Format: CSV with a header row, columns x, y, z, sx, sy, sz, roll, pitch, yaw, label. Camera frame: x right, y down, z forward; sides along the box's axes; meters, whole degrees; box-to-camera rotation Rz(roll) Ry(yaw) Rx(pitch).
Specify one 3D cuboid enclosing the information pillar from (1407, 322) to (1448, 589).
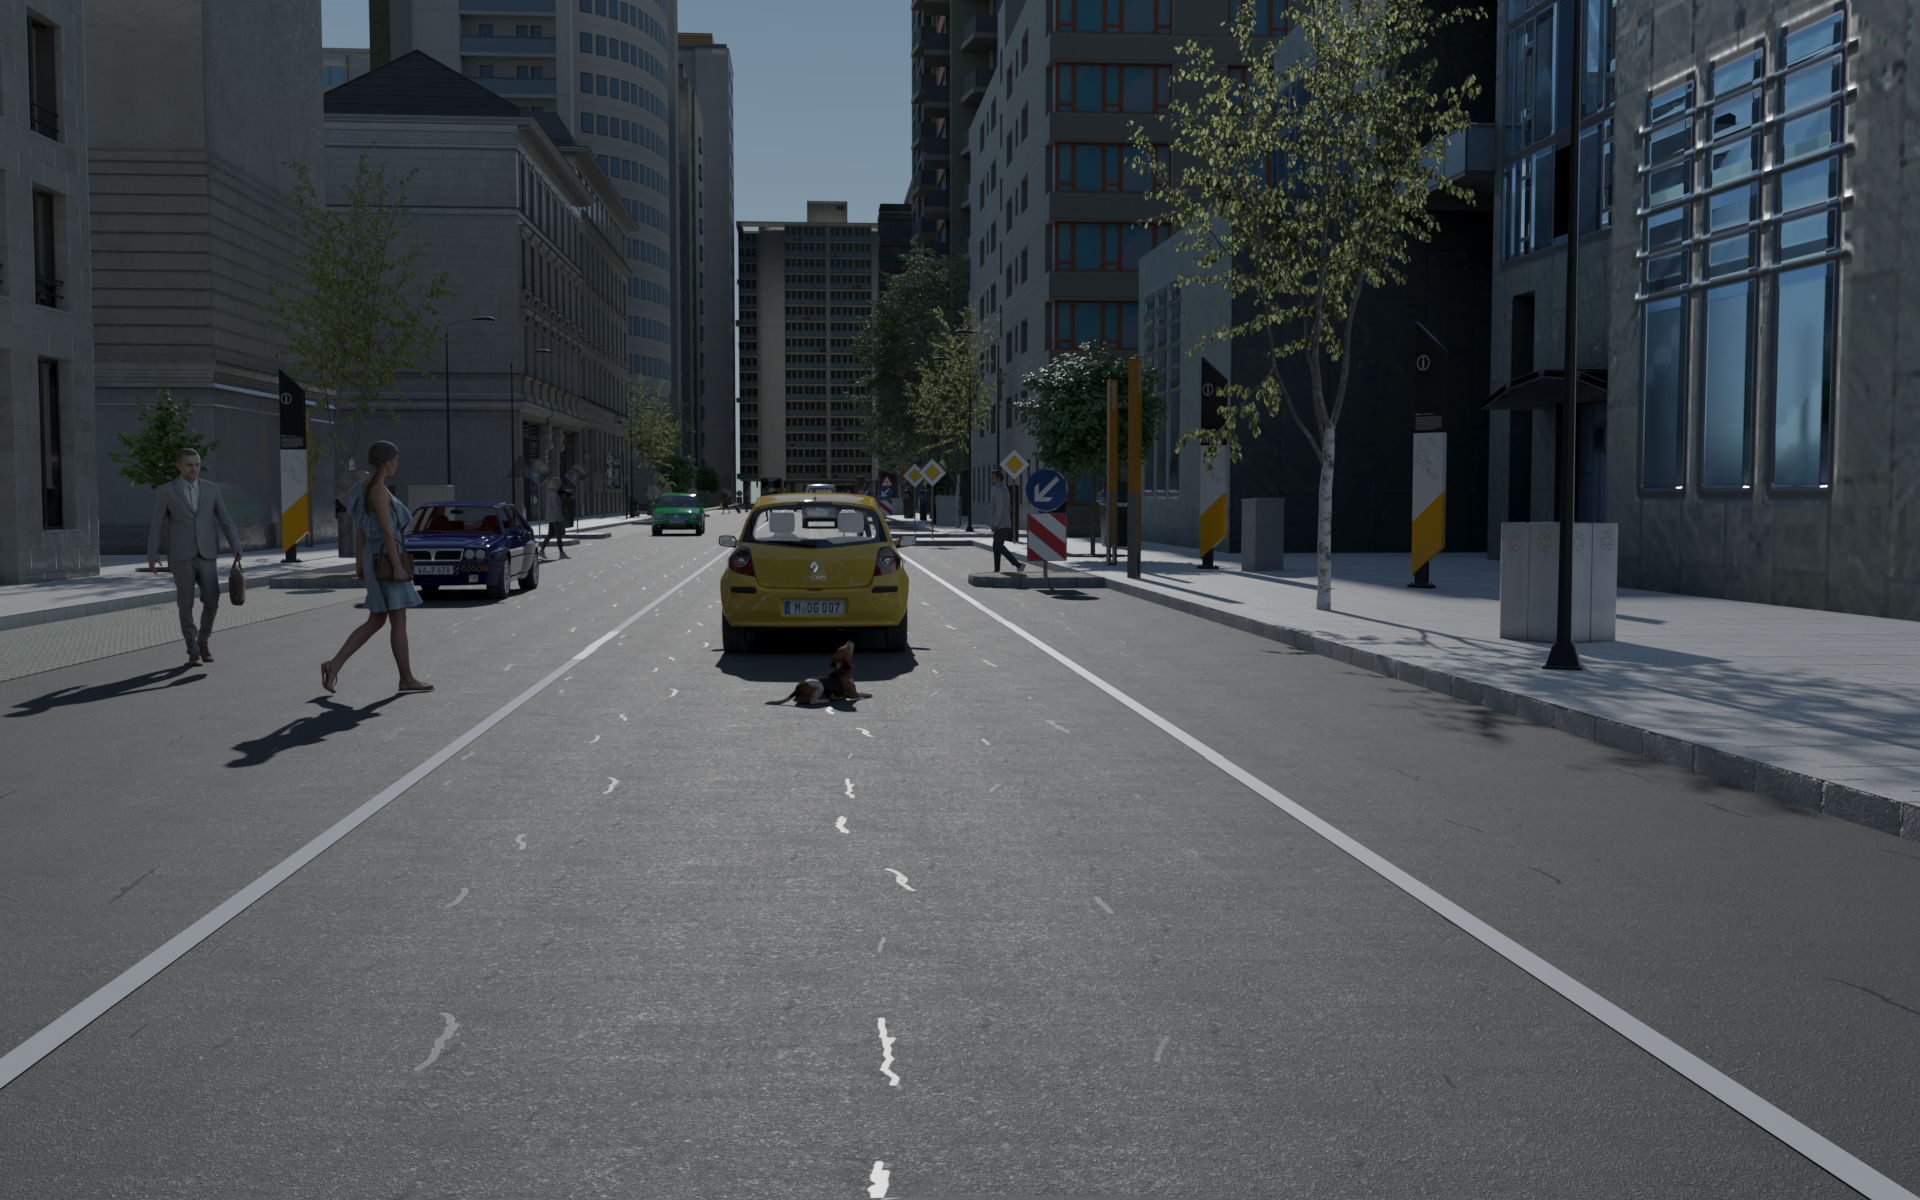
x,y,z,sx,sy,sz,roll,pitch,yaw,label
6.360,-1.966,23.497,0.183,3.616,0.504,-3,5,-40,information pillar

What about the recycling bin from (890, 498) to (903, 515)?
x,y,z,sx,sy,sz,roll,pitch,yaw,label
-3.884,-5.711,105.921,0.722,1.027,0.722,-1,4,-13,recycling bin

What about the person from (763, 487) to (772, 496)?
x,y,z,sx,sy,sz,roll,pitch,yaw,label
-10.219,-5.122,92.425,0.721,1.800,0.419,-1,4,-16,person

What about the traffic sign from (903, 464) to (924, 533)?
x,y,z,sx,sy,sz,roll,pitch,yaw,label
-1.487,-3.264,57.016,0.795,2.450,0.064,0,4,-5,traffic sign

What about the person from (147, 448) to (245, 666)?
x,y,z,sx,sy,sz,roll,pitch,yaw,label
-6.395,-0.360,14.503,0.709,1.813,0.853,-3,5,-41,person

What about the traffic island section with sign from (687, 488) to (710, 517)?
x,y,z,sx,sy,sz,roll,pitch,yaw,label
-16.725,-6.116,108.621,1.989,1.847,2.006,0,4,-5,traffic island section with sign

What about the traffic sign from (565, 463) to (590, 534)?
x,y,z,sx,sy,sz,roll,pitch,yaw,label
-12.390,-3.207,56.077,0.795,2.450,0.064,0,4,-5,traffic sign

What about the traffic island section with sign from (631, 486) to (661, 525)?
x,y,z,sx,sy,sz,roll,pitch,yaw,label
-14.282,-4.425,80.972,1.989,1.847,2.006,0,4,-5,traffic island section with sign

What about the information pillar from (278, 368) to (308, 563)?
x,y,z,sx,sy,sz,roll,pitch,yaw,label
-12.449,-2.506,32.331,0.504,3.616,0.183,0,4,5,information pillar

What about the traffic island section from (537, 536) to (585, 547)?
x,y,z,sx,sy,sz,roll,pitch,yaw,label
-11.711,-1.584,48.183,2.009,0.180,2.903,0,4,-5,traffic island section

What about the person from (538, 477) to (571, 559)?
x,y,z,sx,sy,sz,roll,pitch,yaw,label
-8.995,-1.813,38.323,0.728,1.800,0.709,-1,4,-17,person

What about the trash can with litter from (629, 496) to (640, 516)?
x,y,z,sx,sy,sz,roll,pitch,yaw,label
-18.659,-5.401,99.691,0.624,1.170,1.055,-2,4,-30,trash can with litter

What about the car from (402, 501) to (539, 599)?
x,y,z,sx,sy,sz,roll,pitch,yaw,label
-7.148,-0.749,24.828,1.945,1.354,3.894,0,4,-5,car

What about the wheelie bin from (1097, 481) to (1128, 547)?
x,y,z,sx,sy,sz,roll,pitch,yaw,label
3.764,-2.110,42.404,0.980,1.594,0.693,-1,4,-13,wheelie bin

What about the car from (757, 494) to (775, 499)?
x,y,z,sx,sy,sz,roll,pitch,yaw,label
-17.840,-9.316,161.359,2.155,1.783,4.494,0,4,-7,car

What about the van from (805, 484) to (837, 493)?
x,y,z,sx,sy,sz,roll,pitch,yaw,label
-6.108,-4.227,76.126,2.013,2.044,4.112,0,4,-4,van

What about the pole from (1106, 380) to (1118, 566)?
x,y,z,sx,sy,sz,roll,pitch,yaw,label
2.725,-2.275,31.042,0.158,3.312,0.155,0,3,0,pole

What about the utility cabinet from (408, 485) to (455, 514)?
x,y,z,sx,sy,sz,roll,pitch,yaw,label
-13.196,-2.116,43.277,1.173,1.500,0.318,1,4,19,utility cabinet

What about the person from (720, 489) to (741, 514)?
x,y,z,sx,sy,sz,roll,pitch,yaw,label
-16.837,-7.218,126.730,1.509,1.804,0.699,1,4,12,person

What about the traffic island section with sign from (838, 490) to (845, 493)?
x,y,z,sx,sy,sz,roll,pitch,yaw,label
-12.914,-10.900,186.843,1.989,1.847,2.006,0,4,-5,traffic island section with sign

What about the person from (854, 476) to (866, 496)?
x,y,z,sx,sy,sz,roll,pitch,yaw,label
-2.079,-1.749,37.106,0.388,1.821,0.555,-2,4,-30,person

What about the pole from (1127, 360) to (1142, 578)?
x,y,z,sx,sy,sz,roll,pitch,yaw,label
2.664,-1.992,26.419,0.158,3.312,0.155,0,3,0,pole

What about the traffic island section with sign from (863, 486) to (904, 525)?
x,y,z,sx,sy,sz,roll,pitch,yaw,label
-3.681,-4.497,82.148,1.989,1.847,2.006,0,4,-5,traffic island section with sign

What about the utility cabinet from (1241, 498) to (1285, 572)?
x,y,z,sx,sy,sz,roll,pitch,yaw,label
5.076,-1.095,29.063,0.306,1.237,1.020,3,4,37,utility cabinet

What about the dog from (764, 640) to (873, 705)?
x,y,z,sx,sy,sz,roll,pitch,yaw,label
-0.981,0.500,12.025,0.748,0.427,0.550,0,4,-2,dog

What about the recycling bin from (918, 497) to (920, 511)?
x,y,z,sx,sy,sz,roll,pitch,yaw,label
-2.691,-7.265,131.337,0.722,1.027,0.722,-2,4,-32,recycling bin

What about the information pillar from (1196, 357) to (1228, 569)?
x,y,z,sx,sy,sz,roll,pitch,yaw,label
4.308,-2.333,29.503,0.504,3.616,0.183,3,4,39,information pillar

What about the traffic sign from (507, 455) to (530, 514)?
x,y,z,sx,sy,sz,roll,pitch,yaw,label
-14.495,-3.495,57.139,0.884,2.594,0.081,0,4,0,traffic sign

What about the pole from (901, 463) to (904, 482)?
x,y,z,sx,sy,sz,roll,pitch,yaw,label
-3.759,-7.345,113.932,0.158,3.312,0.155,0,3,0,pole

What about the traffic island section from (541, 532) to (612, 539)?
x,y,z,sx,sy,sz,roll,pitch,yaw,label
-12.413,-2.071,56.137,2.009,0.180,2.903,0,4,-5,traffic island section

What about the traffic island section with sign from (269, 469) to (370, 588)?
x,y,z,sx,sy,sz,roll,pitch,yaw,label
-9.534,-1.134,27.162,1.989,1.847,2.006,0,4,-5,traffic island section with sign

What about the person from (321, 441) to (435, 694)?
x,y,z,sx,sy,sz,roll,pitch,yaw,label
-4.147,-0.230,12.354,0.778,1.811,0.616,-2,4,-29,person

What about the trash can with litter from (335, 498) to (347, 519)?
x,y,z,sx,sy,sz,roll,pitch,yaw,label
-20.050,-2.759,56.503,0.624,1.170,1.055,1,4,20,trash can with litter

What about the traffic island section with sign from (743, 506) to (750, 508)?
x,y,z,sx,sy,sz,roll,pitch,yaw,label
-23.438,-10.769,184.701,1.989,1.847,2.006,0,4,-5,traffic island section with sign

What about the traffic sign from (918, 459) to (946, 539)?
x,y,z,sx,sy,sz,roll,pitch,yaw,label
-0.784,-2.778,49.062,0.795,2.450,0.064,0,4,-5,traffic sign

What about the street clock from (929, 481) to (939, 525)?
x,y,z,sx,sy,sz,roll,pitch,yaw,label
-1.099,-4.140,72.259,0.358,2.002,0.471,2,4,28,street clock

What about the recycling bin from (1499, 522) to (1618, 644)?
x,y,z,sx,sy,sz,roll,pitch,yaw,label
5.263,-0.164,15.241,0.722,1.027,0.722,-2,4,-29,recycling bin

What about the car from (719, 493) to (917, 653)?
x,y,z,sx,sy,sz,roll,pitch,yaw,label
-1.411,-0.422,17.120,2.015,1.641,3.980,0,4,-4,car

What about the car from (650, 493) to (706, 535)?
x,y,z,sx,sy,sz,roll,pitch,yaw,label
-9.998,-3.227,61.564,1.959,1.807,4.718,0,4,-7,car

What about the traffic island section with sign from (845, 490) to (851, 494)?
x,y,z,sx,sy,sz,roll,pitch,yaw,label
-6.068,-6.156,109.276,1.989,1.847,2.006,0,4,-5,traffic island section with sign

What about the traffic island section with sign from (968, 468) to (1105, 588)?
x,y,z,sx,sy,sz,roll,pitch,yaw,label
1.155,-1.148,27.400,1.989,1.847,2.006,0,4,-5,traffic island section with sign

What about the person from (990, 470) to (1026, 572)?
x,y,z,sx,sy,sz,roll,pitch,yaw,label
0.760,-1.279,29.265,0.795,1.843,0.661,1,4,15,person

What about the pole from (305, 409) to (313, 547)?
x,y,z,sx,sy,sz,roll,pitch,yaw,label
-15.684,-2.924,41.657,0.158,3.312,0.155,0,3,0,pole

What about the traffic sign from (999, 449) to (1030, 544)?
x,y,z,sx,sy,sz,roll,pitch,yaw,label
1.391,-2.646,44.448,0.795,2.450,0.064,0,4,-1,traffic sign

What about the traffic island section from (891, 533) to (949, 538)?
x,y,z,sx,sy,sz,roll,pitch,yaw,label
-1.464,-2.129,57.095,2.009,0.180,2.903,0,4,-5,traffic island section

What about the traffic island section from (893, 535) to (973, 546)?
x,y,z,sx,sy,sz,roll,pitch,yaw,label
-0.762,-1.643,49.141,2.009,0.180,2.903,0,4,-5,traffic island section

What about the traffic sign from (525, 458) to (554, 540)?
x,y,z,sx,sy,sz,roll,pitch,yaw,label
-11.688,-2.721,48.123,0.795,2.450,0.064,0,4,-5,traffic sign

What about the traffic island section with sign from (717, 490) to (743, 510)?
x,y,z,sx,sy,sz,roll,pitch,yaw,label
-21.063,-9.127,157.850,1.989,1.847,2.006,0,4,-5,traffic island section with sign

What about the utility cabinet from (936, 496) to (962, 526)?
x,y,z,sx,sy,sz,roll,pitch,yaw,label
-0.444,-3.585,69.770,1.020,1.237,0.306,2,4,26,utility cabinet

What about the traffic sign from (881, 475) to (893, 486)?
x,y,z,sx,sy,sz,roll,pitch,yaw,label
-5.003,-7.250,118.536,0.884,2.594,0.081,0,4,-1,traffic sign

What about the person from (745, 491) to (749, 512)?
x,y,z,sx,sy,sz,roll,pitch,yaw,label
-16.844,-7.806,137.052,0.530,1.710,0.541,1,4,19,person
